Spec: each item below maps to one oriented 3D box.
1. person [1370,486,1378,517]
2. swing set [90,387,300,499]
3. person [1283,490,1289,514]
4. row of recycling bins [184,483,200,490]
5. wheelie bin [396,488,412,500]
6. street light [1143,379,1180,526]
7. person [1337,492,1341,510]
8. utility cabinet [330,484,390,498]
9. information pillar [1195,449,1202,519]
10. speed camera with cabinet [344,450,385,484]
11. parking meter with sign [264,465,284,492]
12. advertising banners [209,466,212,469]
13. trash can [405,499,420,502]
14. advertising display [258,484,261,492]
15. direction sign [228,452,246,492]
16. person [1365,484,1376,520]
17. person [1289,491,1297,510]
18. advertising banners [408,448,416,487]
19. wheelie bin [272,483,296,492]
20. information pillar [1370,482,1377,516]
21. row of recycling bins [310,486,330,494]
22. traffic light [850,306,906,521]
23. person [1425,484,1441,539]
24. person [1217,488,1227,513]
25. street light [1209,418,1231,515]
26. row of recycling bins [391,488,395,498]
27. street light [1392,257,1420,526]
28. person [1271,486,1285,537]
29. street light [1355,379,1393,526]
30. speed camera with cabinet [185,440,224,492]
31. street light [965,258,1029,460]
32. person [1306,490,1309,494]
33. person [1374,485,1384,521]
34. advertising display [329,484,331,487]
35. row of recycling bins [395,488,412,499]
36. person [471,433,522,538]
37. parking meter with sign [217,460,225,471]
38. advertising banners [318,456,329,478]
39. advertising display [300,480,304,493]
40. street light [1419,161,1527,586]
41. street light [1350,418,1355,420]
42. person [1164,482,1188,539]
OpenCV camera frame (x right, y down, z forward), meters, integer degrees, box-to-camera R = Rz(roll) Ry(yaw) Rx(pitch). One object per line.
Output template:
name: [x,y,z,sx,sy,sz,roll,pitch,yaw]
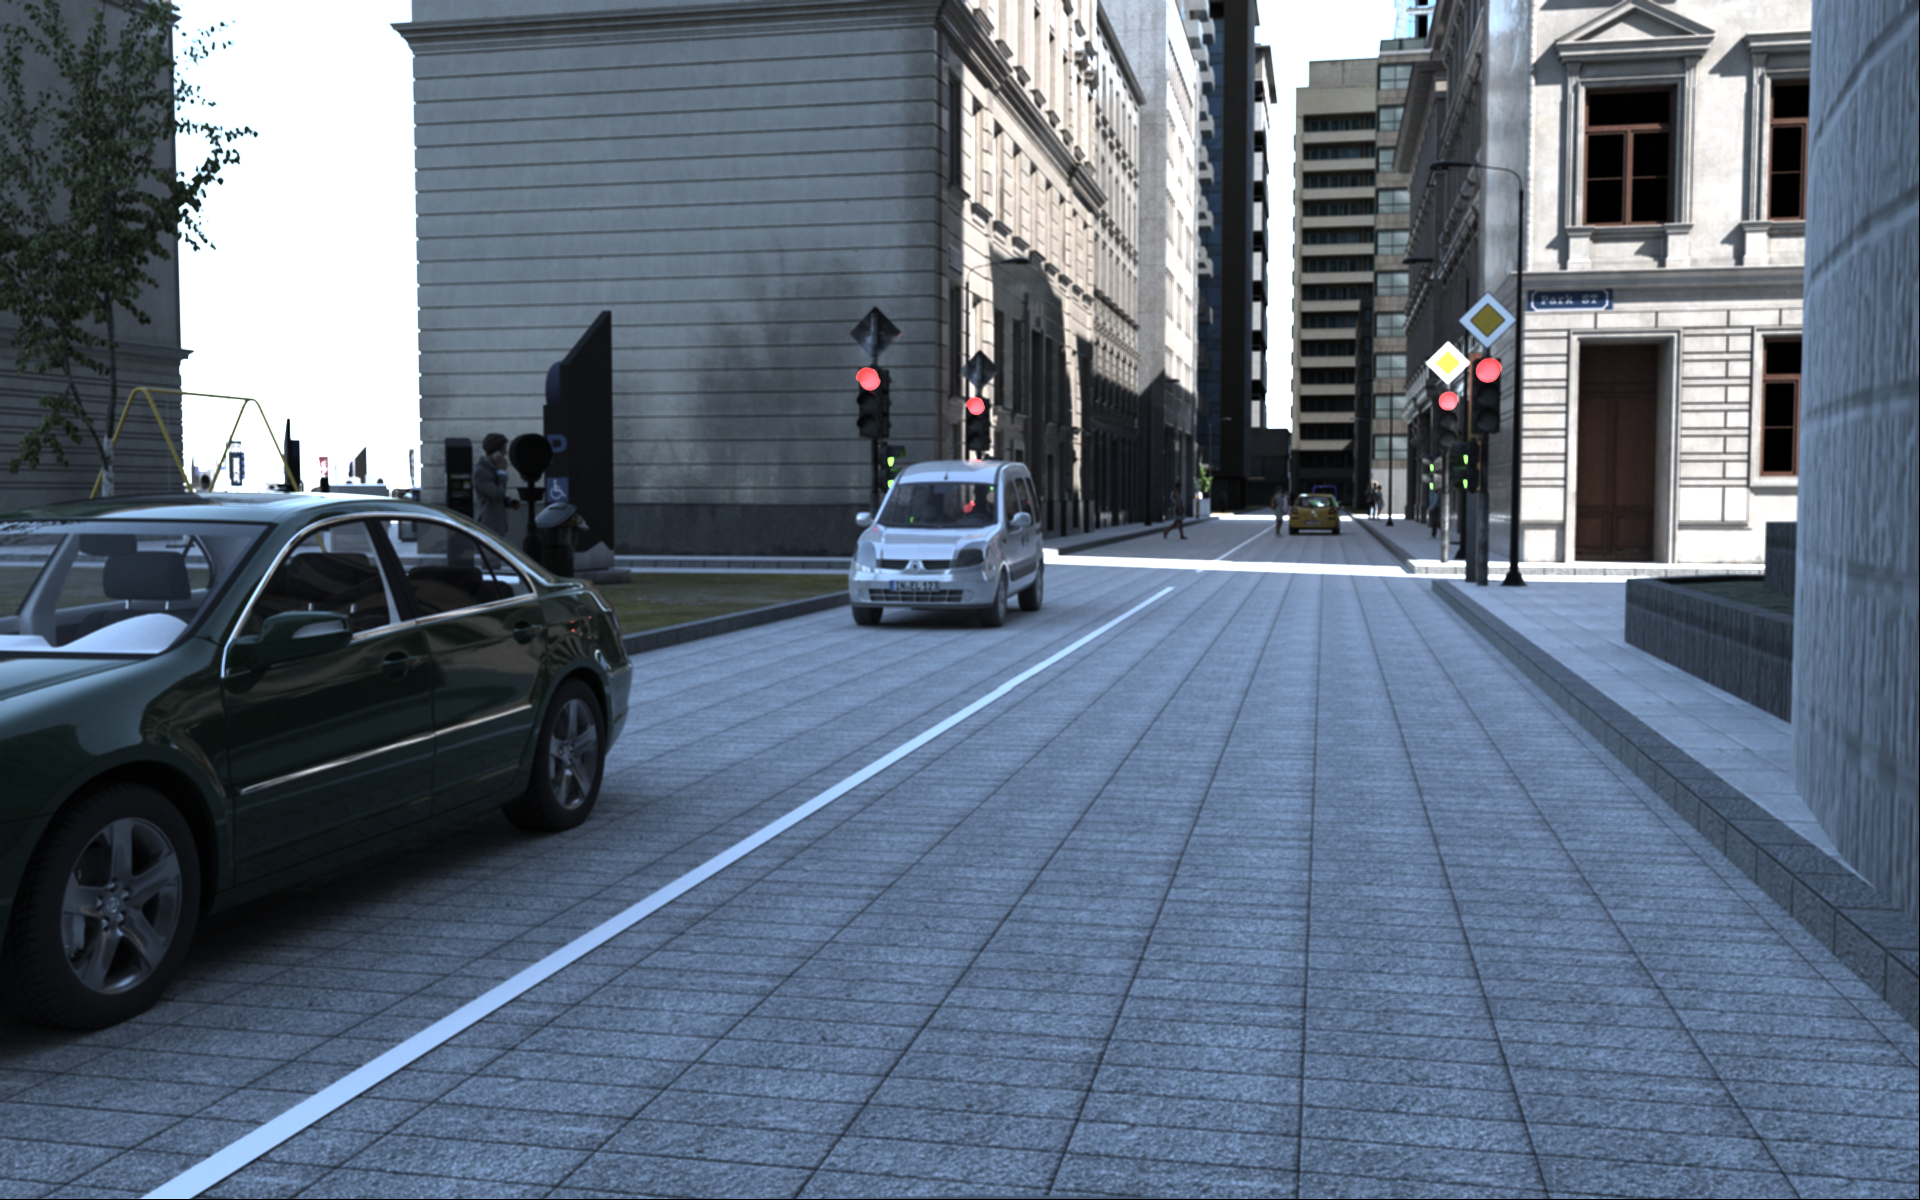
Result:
person: [23.019,-5.463,96.194,0.643,1.720,0.563,1,4,9]
swing set: [-11.716,-1.791,26.899,2.862,2.851,3.119,1,4,10]
person: [23.279,-6.998,123.589,0.621,1.740,0.551,-3,4,-39]
row of recycling bins: [-29.631,-3.680,67.282,1.069,1.692,3.534,-1,4,-22]
wheelie bin: [-31.059,-5.437,96.808,0.980,1.594,0.693,0,4,1]
street light: [8.181,-5.974,70.216,1.470,5.913,1.316,1,4,12]
person: [33.695,-8.818,154.144,0.415,1.643,0.593,2,4,33]
utility cabinet: [-13.193,-1.795,38.030,1.173,1.500,0.318,-1,4,-13]
information pillar: [12.377,-6.038,90.076,0.183,3.616,0.504,1,4,13]
speed camera with cabinet: [-26.697,-5.103,77.774,0.660,3.252,2.038,1,4,19]
parking meter with sign: [-41.095,-6.549,103.329,1.738,3.016,0.543,-3,5,-44]
advertising banners: [-46.532,-6.848,108.152,0.090,3.025,2.074,-3,4,-39]
trash can: [-14.810,-2.139,46.620,0.748,1.137,0.748,0,3,0]
advertising display: [-46.140,-6.659,114.094,0.123,1.923,0.974,-1,4,-18]
direction sign: [-38.720,-6.166,92.809,0.876,3.537,0.379,-3,4,-36]
person: [20.424,-4.880,86.013,0.592,1.802,0.473,1,4,15]
person: [30.292,-9.086,157.876,1.217,1.723,0.721,-2,4,-26]
advertising banners: [-20.276,-4.226,65.276,0.090,3.025,2.074,-3,5,-44]
wheelie bin: [-19.861,-2.641,51.086,0.980,1.594,0.693,2,4,26]
information pillar: [24.688,-6.045,103.332,0.304,2.012,0.304,0,4,-7]
row of recycling bins: [-32.664,-5.167,91.586,1.069,1.692,3.534,3,5,42]
traffic light: [-1.264,-2.266,25.978,0.839,4.253,0.868,1,4,12]
person: [13.548,-2.638,49.189,0.620,1.820,0.660,1,4,9]
person: [18.213,-6.951,120.409,0.721,1.735,1.217,-1,4,-21]
street light: [15.851,-8.167,106.077,1.470,5.913,1.316,1,4,12]
row of recycling bins: [-35.802,-5.886,103.343,3.534,1.692,1.069,1,4,11]
street light: [9.374,-3.762,34.056,1.470,5.913,1.316,1,4,12]
person: [10.608,-2.945,57.660,0.522,1.701,0.512,-1,4,-11]
street light: [16.784,-5.943,69.708,1.470,5.913,1.316,1,4,12]
speed camera with cabinet: [-28.005,-4.248,63.783,2.038,3.252,0.660,2,4,29]
street light: [0.673,-3.777,34.295,1.470,5.913,1.316,1,4,12]
person: [28.467,-8.081,141.340,0.721,1.735,1.217,3,5,41]
person: [19.920,-4.605,82.343,0.522,1.701,0.512,-1,4,-23]
advertising display: [-41.333,-6.701,114.775,0.974,1.923,0.123,-1,4,-13]
row of recycling bins: [-34.003,-6.220,108.813,3.534,1.692,1.069,0,4,0]
person: [-4.353,-0.640,16.314,0.447,1.846,0.655,-1,4,-12]
parking meter with sign: [-38.209,-5.614,88.044,1.738,3.016,0.543,1,4,21]
advertising banners: [-28.384,-5.081,79.270,2.074,3.025,0.090,0,4,7]
advertising display: [-30.551,-4.554,79.668,0.974,1.923,0.123,2,4,25]
street light: [7.226,-3.159,24.194,1.470,5.913,1.316,1,4,12]
street light: [24.392,-8.121,105.317,1.470,5.913,1.316,1,4,12]
person: [6.847,-2.823,54.749,0.778,1.811,0.616,0,4,-2]
